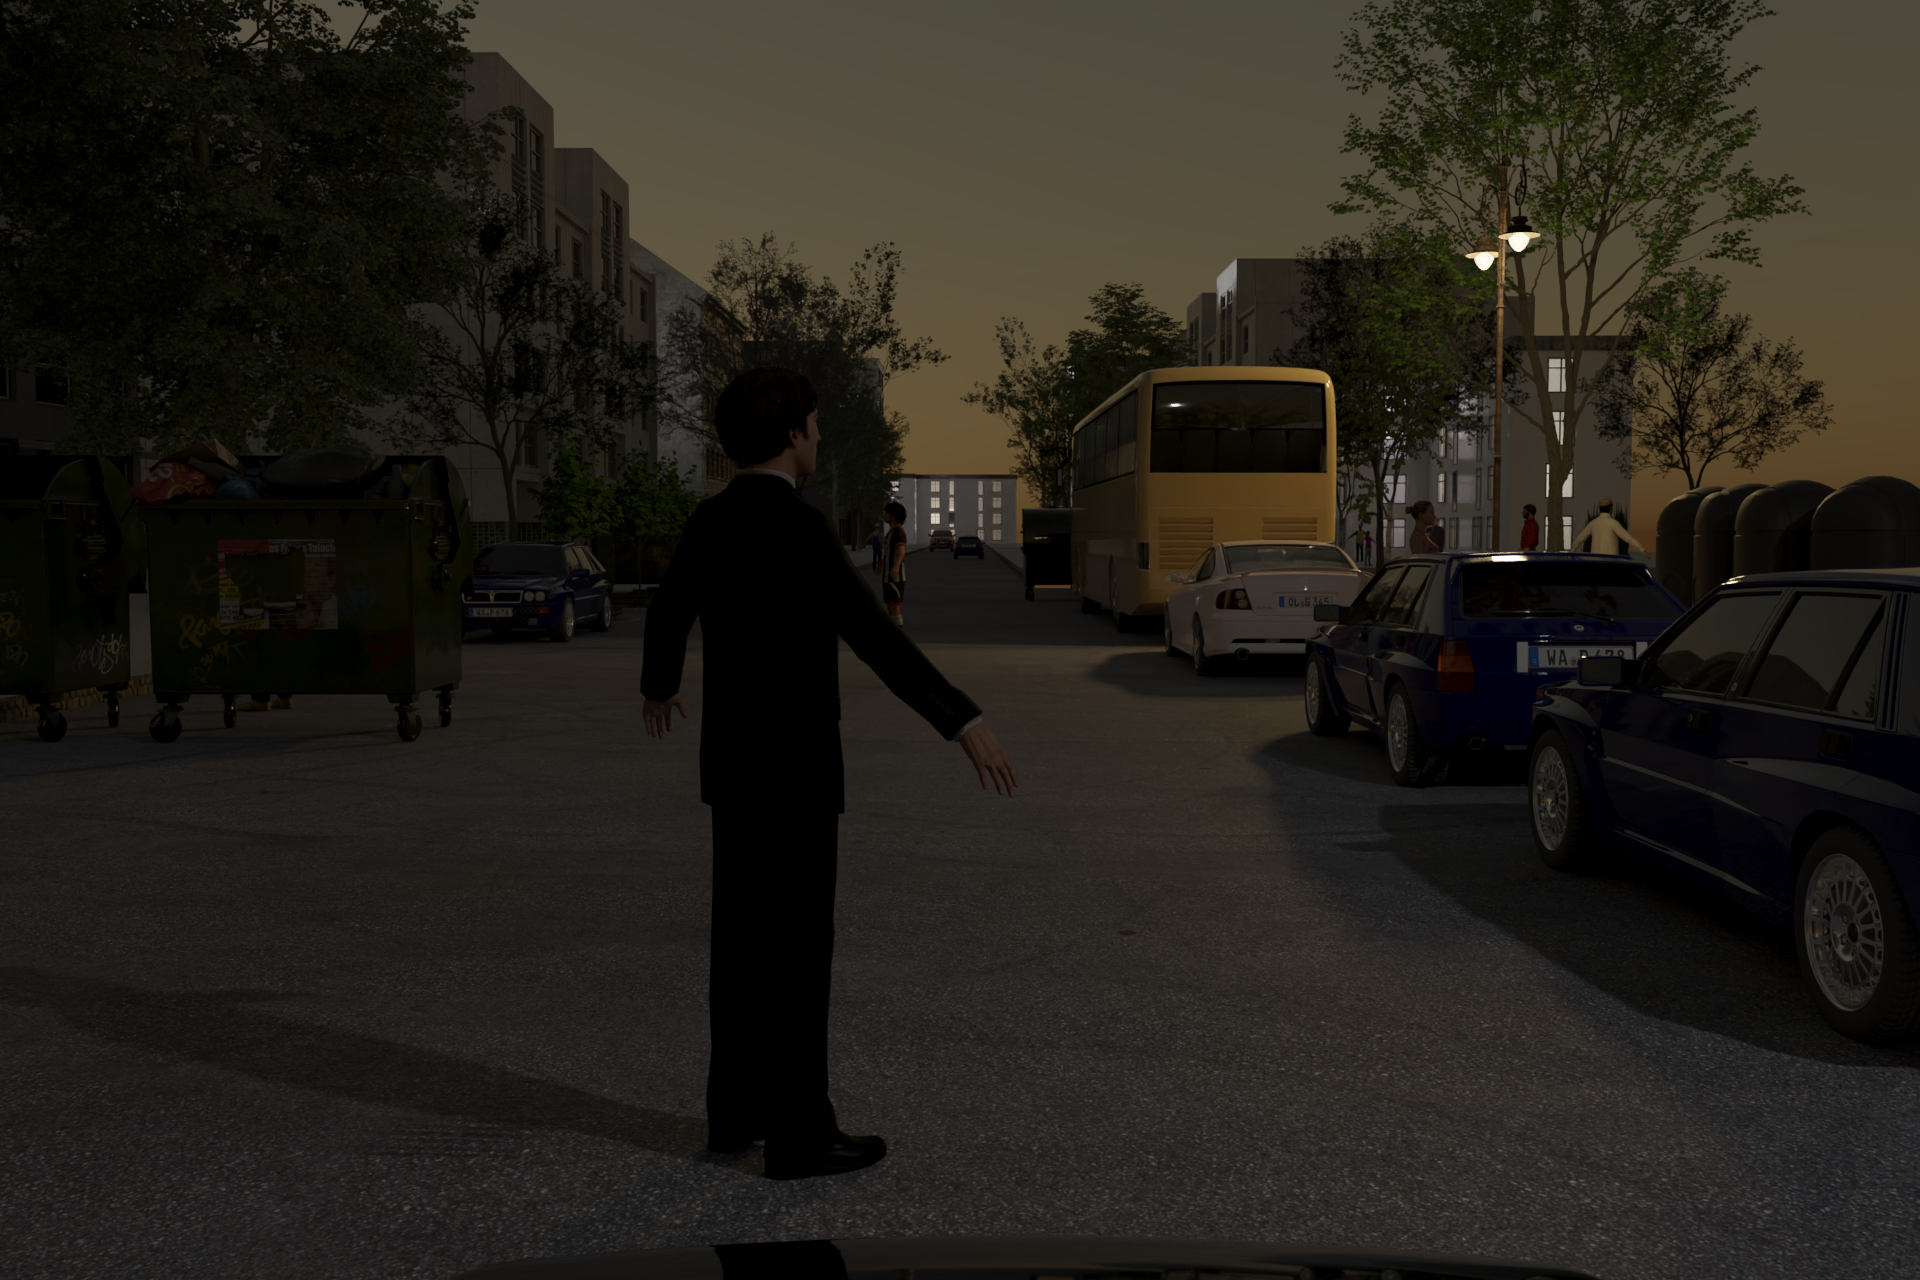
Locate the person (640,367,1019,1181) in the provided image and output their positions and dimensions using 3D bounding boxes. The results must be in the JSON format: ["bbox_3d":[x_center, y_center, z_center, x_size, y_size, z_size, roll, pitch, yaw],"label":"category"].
[{"bbox_3d":[-0.404,0.286,3.970,0.705,1.806,1.347,-3,5,-41],"label":"person"}]

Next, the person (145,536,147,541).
[{"bbox_3d":[-18.306,-2.005,39.543,0.721,1.744,1.215,2,4,24],"label":"person"}]

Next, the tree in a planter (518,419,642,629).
[{"bbox_3d":[-6.081,-1.829,27.128,1.991,3.239,1.994,0,4,0],"label":"tree in a planter"}]

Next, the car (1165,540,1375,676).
[{"bbox_3d":[3.321,-0.394,18.806,2.083,1.381,4.827,0,4,1],"label":"car"}]

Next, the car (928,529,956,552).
[{"bbox_3d":[-1.467,-8.159,142.073,2.281,1.827,5.304,0,3,0],"label":"car"}]

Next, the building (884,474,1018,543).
[{"bbox_3d":[-6.085,-18.087,240.329,28.070,9.664,9.099,0,4,2],"label":"building"}]

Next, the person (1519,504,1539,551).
[{"bbox_3d":[10.110,-1.515,30.874,0.704,1.816,1.345,1,4,14],"label":"person"}]

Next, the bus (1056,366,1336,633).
[{"bbox_3d":[3.417,-2.226,27.947,2.896,3.916,12.252,0,4,-1],"label":"bus"}]

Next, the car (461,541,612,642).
[{"bbox_3d":[-6.026,-0.708,24.155,1.945,1.354,3.894,0,3,0],"label":"car"}]

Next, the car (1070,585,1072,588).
[{"bbox_3d":[3.763,-1.967,44.747,1.945,1.354,3.894,0,4,0],"label":"car"}]

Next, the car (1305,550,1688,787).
[{"bbox_3d":[3.349,0.087,11.157,1.945,1.354,3.894,0,4,0],"label":"car"}]

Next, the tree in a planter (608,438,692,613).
[{"bbox_3d":[-6.011,-2.150,32.378,1.991,3.239,1.994,0,3,0],"label":"tree in a planter"}]

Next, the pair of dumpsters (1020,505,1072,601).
[{"bbox_3d":[3.522,-1.992,37.524,4.436,2.255,1.574,0,4,-1],"label":"pair of dumpsters"}]

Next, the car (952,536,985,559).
[{"bbox_3d":[0.491,-5.302,99.270,1.945,1.354,3.894,0,4,-1],"label":"car"}]

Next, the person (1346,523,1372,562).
[{"bbox_3d":[18.372,-4.478,79.679,1.216,1.772,0.721,0,4,-6],"label":"person"}]

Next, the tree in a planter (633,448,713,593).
[{"bbox_3d":[-6.024,-2.389,36.278,1.991,3.239,1.994,0,3,0],"label":"tree in a planter"}]

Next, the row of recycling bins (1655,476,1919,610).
[{"bbox_3d":[6.489,-0.404,13.713,1.069,1.692,3.534,0,3,0],"label":"row of recycling bins"}]

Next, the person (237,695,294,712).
[{"bbox_3d":[-5.651,-0.354,14.106,0.705,1.847,1.347,2,4,29],"label":"person"}]

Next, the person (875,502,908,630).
[{"bbox_3d":[-0.842,-0.779,21.330,0.704,1.843,1.345,-1,4,-11],"label":"person"}]

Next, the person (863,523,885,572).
[{"bbox_3d":[-3.103,-3.481,65.235,1.347,1.847,0.705,2,4,24],"label":"person"}]

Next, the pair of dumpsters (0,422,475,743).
[{"bbox_3d":[-5.835,-0.449,12.292,4.436,2.255,1.574,0,4,0],"label":"pair of dumpsters"}]

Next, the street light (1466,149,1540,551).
[{"bbox_3d":[6.635,-2.969,21.331,0.468,5.910,1.993,0,4,1],"label":"street light"}]

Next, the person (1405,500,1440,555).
[{"bbox_3d":[4.204,-0.378,15.433,0.721,1.733,1.217,1,4,21],"label":"person"}]

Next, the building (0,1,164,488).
[{"bbox_3d":[-27.369,-13.291,35.717,11.959,24.771,22.079,0,4,1],"label":"building"}]

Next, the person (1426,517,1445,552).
[{"bbox_3d":[10.379,-1.898,37.994,0.530,1.710,0.541,-2,4,-25],"label":"person"}]

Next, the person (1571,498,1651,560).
[{"bbox_3d":[9.640,-1.208,25.839,0.704,1.819,1.344,-2,4,-35],"label":"person"}]

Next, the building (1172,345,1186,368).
[{"bbox_3d":[26.177,-19.395,173.535,16.016,20.090,11.380,0,4,0],"label":"building"}]

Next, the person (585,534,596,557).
[{"bbox_3d":[-11.057,-2.878,52.840,0.705,1.856,1.354,2,4,27],"label":"person"}]

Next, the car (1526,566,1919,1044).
[{"bbox_3d":[3.363,0.390,6.209,1.945,1.354,3.894,0,4,0],"label":"car"}]

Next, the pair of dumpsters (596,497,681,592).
[{"bbox_3d":[-5.758,-2.028,38.103,4.436,2.255,1.574,0,3,0],"label":"pair of dumpsters"}]

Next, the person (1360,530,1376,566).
[{"bbox_3d":[16.311,-3.656,69.035,0.991,1.433,0.599,-2,4,-27],"label":"person"}]
